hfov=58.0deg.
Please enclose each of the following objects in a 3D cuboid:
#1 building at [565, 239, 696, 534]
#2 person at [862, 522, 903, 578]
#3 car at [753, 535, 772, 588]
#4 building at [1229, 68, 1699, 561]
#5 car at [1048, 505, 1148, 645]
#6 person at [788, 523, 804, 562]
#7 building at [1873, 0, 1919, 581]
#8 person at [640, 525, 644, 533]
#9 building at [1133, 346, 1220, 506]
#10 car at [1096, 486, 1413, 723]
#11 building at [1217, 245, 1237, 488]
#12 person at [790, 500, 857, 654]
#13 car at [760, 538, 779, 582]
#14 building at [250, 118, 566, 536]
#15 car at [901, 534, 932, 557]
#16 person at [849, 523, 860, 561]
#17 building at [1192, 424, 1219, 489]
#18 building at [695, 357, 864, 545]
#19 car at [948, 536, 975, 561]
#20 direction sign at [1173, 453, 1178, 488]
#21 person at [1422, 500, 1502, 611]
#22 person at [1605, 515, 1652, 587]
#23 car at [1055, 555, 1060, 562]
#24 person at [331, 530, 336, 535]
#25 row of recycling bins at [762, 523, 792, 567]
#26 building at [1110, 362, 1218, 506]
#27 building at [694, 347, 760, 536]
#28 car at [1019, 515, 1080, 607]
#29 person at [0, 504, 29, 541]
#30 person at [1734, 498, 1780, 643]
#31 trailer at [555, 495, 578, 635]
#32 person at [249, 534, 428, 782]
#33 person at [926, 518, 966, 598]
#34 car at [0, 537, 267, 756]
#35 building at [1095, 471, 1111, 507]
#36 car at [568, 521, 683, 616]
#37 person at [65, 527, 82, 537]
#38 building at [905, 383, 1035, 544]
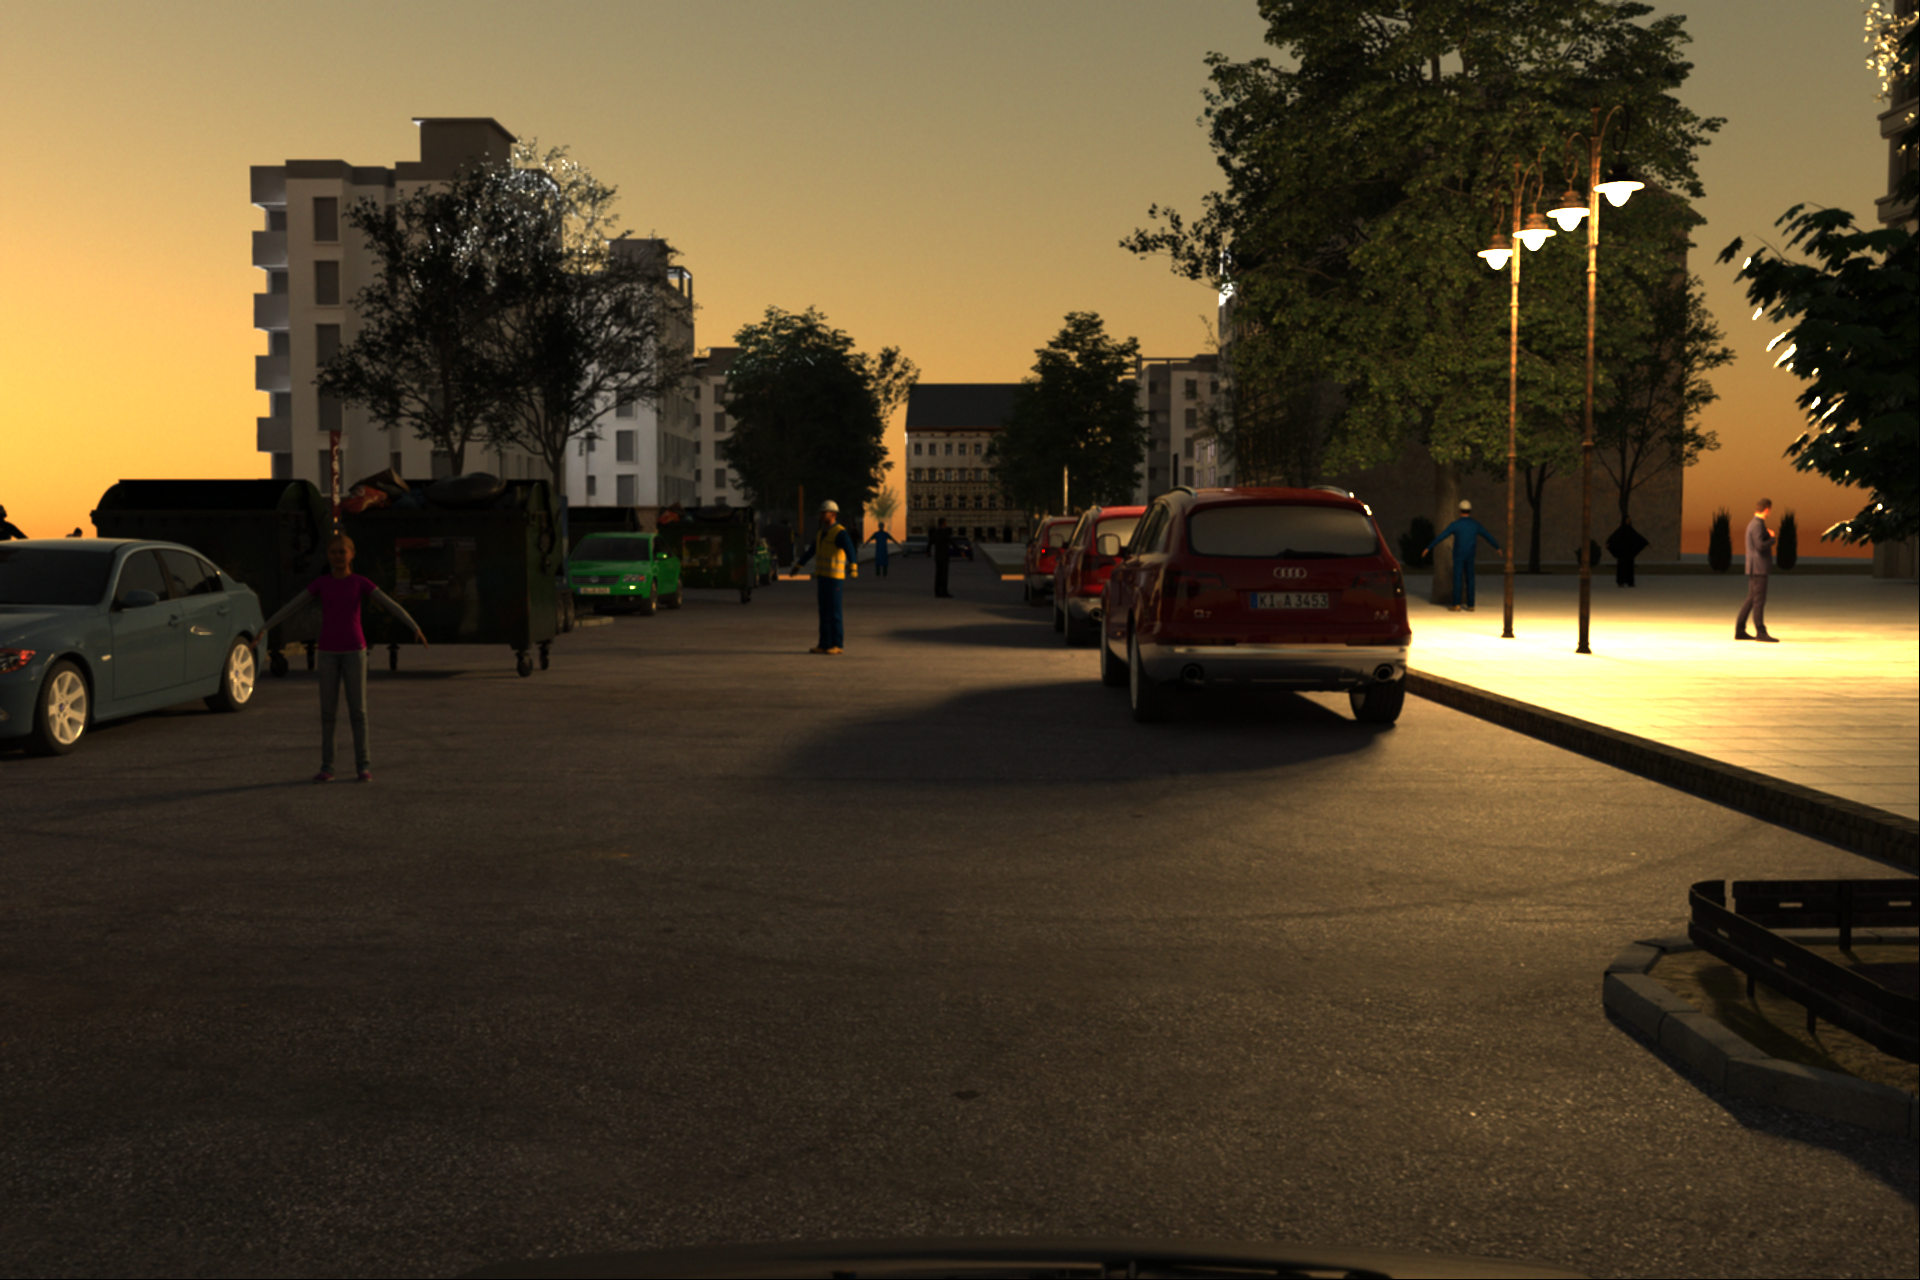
[{"bbox_3d":[-24.248,-15.653,112.352,16.016,20.090,11.380,0,4,1],"label":"building"},{"bbox_3d":[-2.547,-2.923,56.373,1.347,1.817,0.704,-1,4,-12],"label":"person"},{"bbox_3d":[-6.200,-2.345,47.131,1.959,1.807,4.718,0,4,1],"label":"car"},{"bbox_3d":[25.214,-15.916,91.151,19.493,23.208,18.063,0,4,0],"label":"building"},{"bbox_3d":[2.378,-0.928,23.842,2.281,1.827,5.304,0,4,1],"label":"car"},{"bbox_3d":[-7.772,-4.467,79.492,1.216,1.772,0.721,-1,4,-23],"label":"person"},{"bbox_3d":[28.304,-11.683,37.700,8.464,21.280,15.925,0,4,1],"label":"building"},{"bbox_3d":[-15.541,-4.716,83.912,0.721,1.733,1.217,0,4,-3],"label":"person"},{"bbox_3d":[23.474,-19.939,182.424,16.016,20.090,11.380,0,4,0],"label":"building"},{"bbox_3d":[2.336,-0.368,14.695,2.281,1.827,5.304,0,4,1],"label":"car"},{"bbox_3d":[22.221,-15.751,113.940,16.016,20.090,11.380,0,4,0],"label":"building"},{"bbox_3d":[-1.586,-0.754,20.757,0.705,1.833,1.349,-3,4,-38],"label":"person"},{"bbox_3d":[-6.509,-2.438,52.448,1.945,1.354,3.894,0,3,0],"label":"car"},{"bbox_3d":[-26.208,-13.687,80.196,16.016,20.090,11.380,0,3,0],"label":"building"},{"bbox_3d":[-2.646,-5.880,108.143,2.014,1.417,4.499,0,3,0],"label":"car"},{"bbox_3d":[-5.025,-4.628,81.810,0.704,1.812,1.346,2,4,26],"label":"person"},{"bbox_3d":[24.071,-11.591,131.666,9.099,9.664,28.070,0,4,0],"label":"building"},{"bbox_3d":[-26.991,-22.784,216.497,27.936,21.610,32.646,0,4,0],"label":"building"},{"bbox_3d":[-0.140,-4.952,93.541,1.945,1.354,3.894,0,3,0],"label":"car"},{"bbox_3d":[6.074,-3.480,48.898,0.379,3.537,0.876,0,3,0],"label":"direction sign"},{"bbox_3d":[8.374,-1.402,28.799,1.347,1.842,0.705,0,4,-3],"label":"person"},{"bbox_3d":[16.202,-2.155,42.020,1.214,1.737,0.721,-1,4,-9],"label":"person"},{"bbox_3d":[2.718,-1.089,29.605,2.131,1.459,4.920,0,4,0],"label":"car"},{"bbox_3d":[-22.587,-3.383,61.504,1.347,1.806,0.705,-2,4,-28],"label":"person"},{"bbox_3d":[-7.209,-3.758,68.549,1.069,1.692,3.534,0,4,0],"label":"row of recycling bins"},{"bbox_3d":[22.416,-20.942,198.828,16.016,20.090,11.380,0,4,0],"label":"building"},{"bbox_3d":[-27.062,-19.579,176.535,16.016,20.090,11.380,0,4,1],"label":"building"},{"bbox_3d":[2.376,-1.649,35.640,2.281,1.827,5.304,0,4,0],"label":"car"},{"bbox_3d":[-18.276,-1.658,32.983,1.351,1.845,0.704,-1,4,-21],"label":"person"},{"bbox_3d":[9.520,-0.837,20.644,0.530,1.710,0.541,2,4,31],"label":"person"},{"bbox_3d":[-6.365,-1.043,24.103,1.471,1.999,3.904,0,3,0],"label":"trailer"},{"bbox_3d":[-3.581,0.105,10.008,0.991,1.433,0.599,-1,4,-9],"label":"person"},{"bbox_3d":[-0.382,-1.863,39.149,0.704,1.802,1.346,-3,5,-40],"label":"person"},{"bbox_3d":[-6.648,-0.043,12.704,2.014,1.417,4.499,0,3,0],"label":"car"},{"bbox_3d":[23.162,-17.559,229.233,9.099,9.664,28.070,0,4,1],"label":"building"},{"bbox_3d":[-6.220,-1.401,31.697,1.959,1.807,4.718,0,3,0],"label":"car"},{"bbox_3d":[-21.002,-1.935,40.874,0.799,1.438,0.628,-1,4,-9],"label":"person"},{"bbox_3d":[1.761,-25.550,251.131,18.063,23.208,19.493,0,4,2],"label":"building"}]
